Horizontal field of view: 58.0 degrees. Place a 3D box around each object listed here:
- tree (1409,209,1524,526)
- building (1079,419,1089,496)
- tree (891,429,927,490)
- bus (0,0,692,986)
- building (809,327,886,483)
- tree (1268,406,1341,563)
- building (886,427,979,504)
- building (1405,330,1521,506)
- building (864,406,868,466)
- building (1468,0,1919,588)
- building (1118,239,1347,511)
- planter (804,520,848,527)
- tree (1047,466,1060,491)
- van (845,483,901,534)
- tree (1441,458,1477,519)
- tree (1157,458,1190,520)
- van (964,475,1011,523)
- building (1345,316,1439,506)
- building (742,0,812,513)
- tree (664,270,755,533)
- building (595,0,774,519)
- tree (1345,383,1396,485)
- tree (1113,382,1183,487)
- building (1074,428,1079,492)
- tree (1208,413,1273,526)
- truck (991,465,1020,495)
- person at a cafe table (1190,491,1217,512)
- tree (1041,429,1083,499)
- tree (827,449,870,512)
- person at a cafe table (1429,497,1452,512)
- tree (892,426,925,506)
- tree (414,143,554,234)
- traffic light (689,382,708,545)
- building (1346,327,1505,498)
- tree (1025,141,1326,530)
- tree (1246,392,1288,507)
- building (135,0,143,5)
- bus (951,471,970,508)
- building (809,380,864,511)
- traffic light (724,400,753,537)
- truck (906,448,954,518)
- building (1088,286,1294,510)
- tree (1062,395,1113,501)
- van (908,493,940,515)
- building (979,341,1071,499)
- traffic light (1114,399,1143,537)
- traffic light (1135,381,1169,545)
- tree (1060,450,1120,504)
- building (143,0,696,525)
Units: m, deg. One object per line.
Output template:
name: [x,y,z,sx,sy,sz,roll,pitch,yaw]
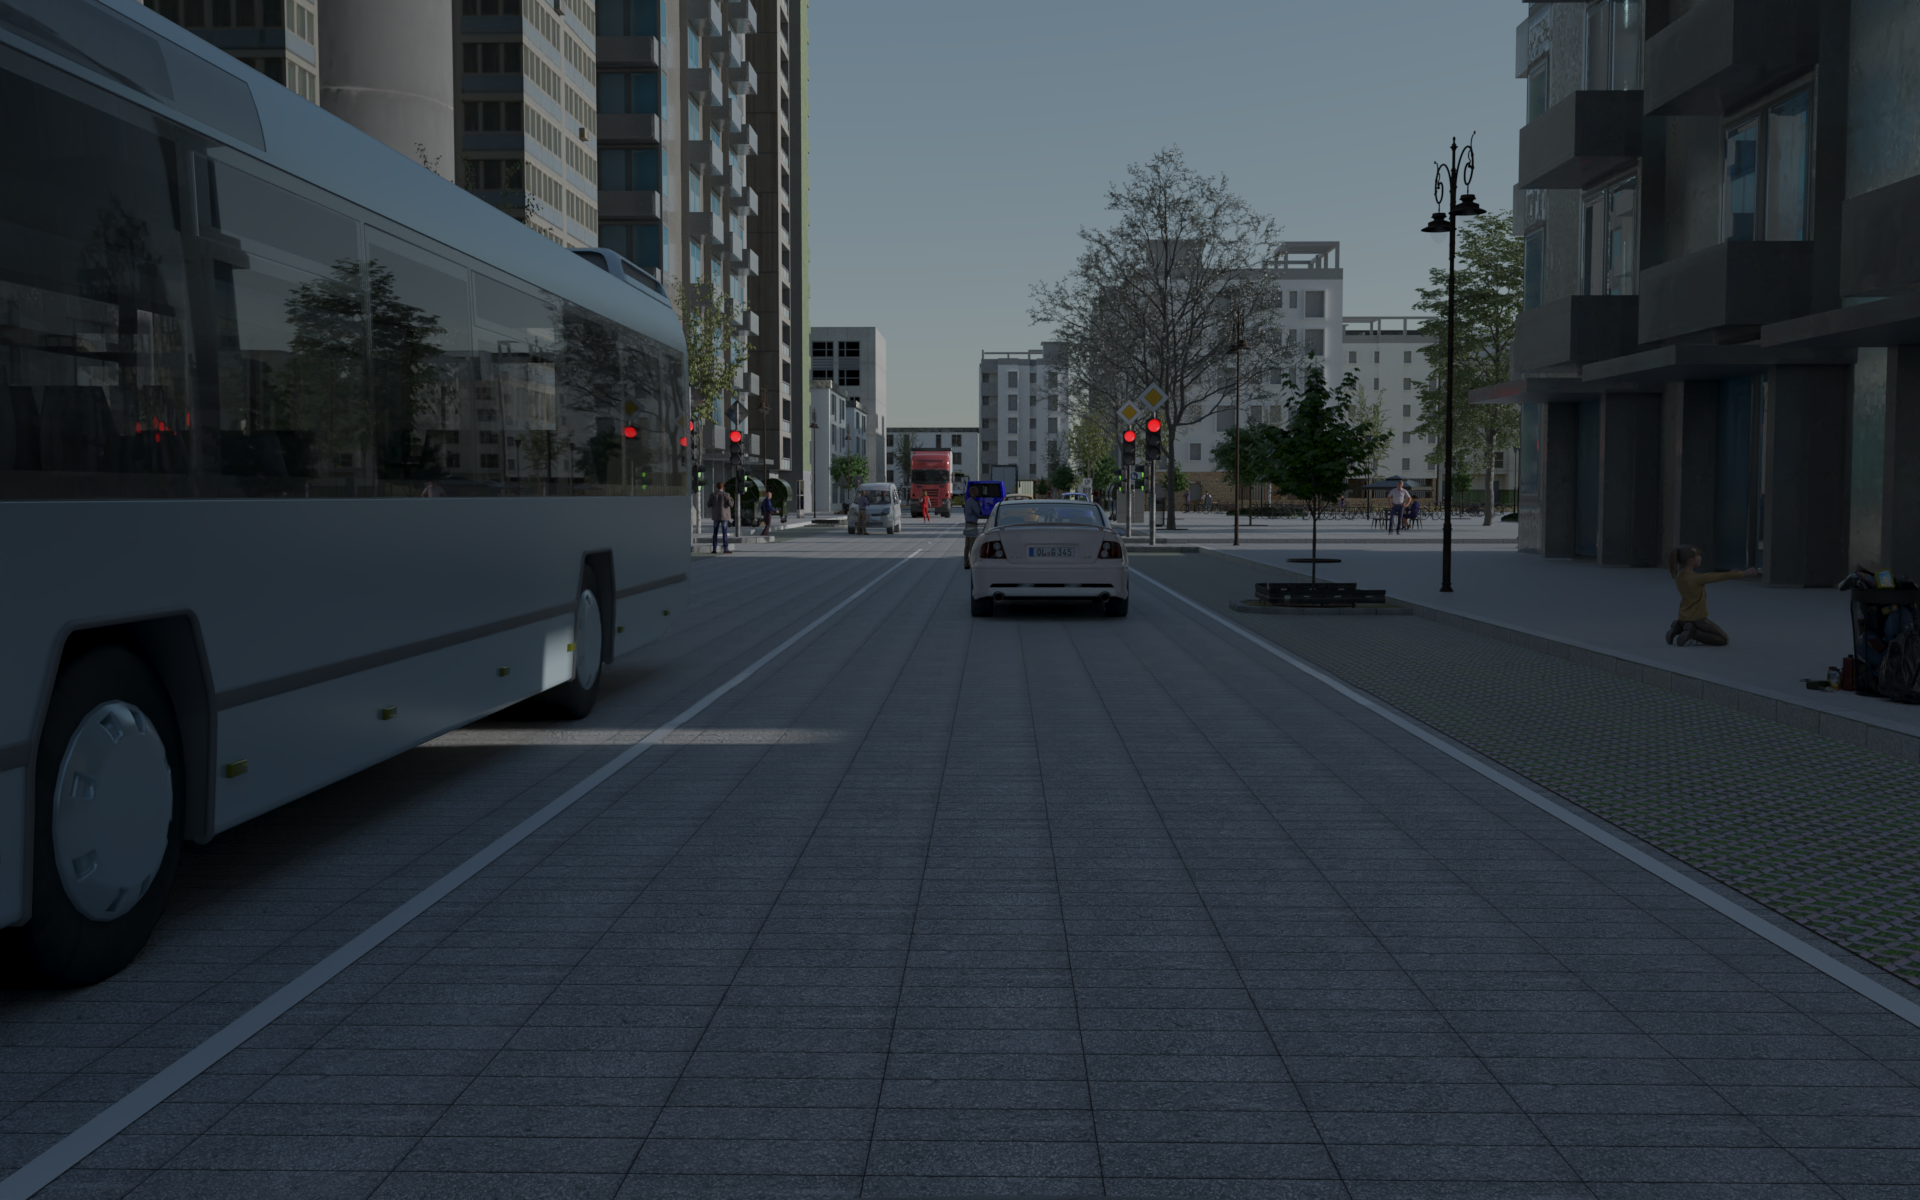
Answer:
tree: [21.737,-9.262,69.560,7.486,12.596,7.792,0,3,0]
building: [18.252,-14.901,185.781,9.099,9.664,28.070,0,4,1]
tree: [-5.633,-14.900,193.970,4.737,8.622,4.395,0,3,0]
bus: [-3.644,-0.795,7.859,2.948,3.499,13.247,0,4,1]
building: [-24.445,-19.901,191.845,31.486,18.905,16.747,0,4,1]
tree: [6.539,-2.325,32.613,1.663,3.219,1.824,0,3,0]
building: [-11.647,-16.916,218.719,28.070,9.664,9.099,0,4,1]
building: [66.570,-19.824,190.575,31.486,18.905,16.747,0,4,1]
building: [-13.551,-13.904,169.470,9.099,9.664,28.070,0,4,1]
building: [21.529,-24.714,23.690,23.786,49.044,30.456,0,4,1]
building: [20.485,-16.995,134.285,16.016,20.091,11.380,0,4,1]
planter: [-5.786,-3.376,76.336,1.991,0.319,1.994,0,4,1]
tree: [10.535,-11.668,174.477,4.285,4.588,4.351,0,3,0]
van: [-3.116,-3.443,63.303,2.013,2.044,4.112,0,4,3]
tree: [25.496,-5.722,88.148,1.663,3.219,1.824,0,3,0]
tree: [10.706,-5.678,87.431,1.663,3.219,1.824,0,3,0]
van: [1.246,-4.728,81.694,2.240,2.365,5.245,0,4,3]
building: [45.134,-20.442,190.647,11.380,20.091,16.016,0,4,1]
building: [-17.752,-26.416,115.502,14.154,41.232,14.086,0,4,1]
tree: [-8.782,-6.486,56.416,4.737,8.622,4.395,0,3,0]
building: [-23.068,-28.937,92.729,23.786,49.044,30.456,0,4,1]
tree: [26.760,-9.980,113.540,4.737,8.622,4.395,0,3,0]
tree: [11.845,-9.575,106.907,4.737,8.622,4.395,0,3,0]
building: [28.340,-16.851,217.666,28.070,9.664,9.099,0,4,1]
tree: [11.760,-5.294,70.271,4.285,4.588,4.351,0,3,0]
truck: [4.464,-11.115,170.647,2.839,4.237,11.283,0,4,3]
person at a cafe table: [17.278,-6.940,121.977,1.698,1.524,1.622,-1,4,-12]
tree: [10.760,-14.886,193.744,4.360,8.622,3.978,0,3,0]
tree: [-7.915,-8.614,124.556,4.285,4.588,4.351,0,3,0]
person at a cafe table: [34.652,-6.953,124.547,1.726,1.238,1.698,-2,4,-33]
tree: [-5.649,-14.490,187.270,4.360,8.622,3.978,0,3,0]
tree: [-10.272,-5.244,36.094,4.360,8.622,3.978,0,3,0]
traffic light: [-6.791,-3.343,43.586,0.839,4.253,0.868,0,4,1]
building: [59.144,-23.370,226.066,32.646,21.610,27.936,0,4,1]
tree: [7.434,-9.238,61.417,12.009,13.543,11.850,0,3,0]
tree: [21.881,-10.518,122.334,4.360,8.622,3.978,0,3,0]
building: [-25.271,-21.451,34.312,14.086,41.232,14.154,0,4,1]
bus: [-0.474,-11.829,184.956,2.896,3.916,12.252,0,4,3]
building: [-13.713,-12.190,141.449,9.099,9.664,28.070,0,4,1]
traffic light: [-6.613,-3.832,51.569,0.839,4.253,0.868,0,4,1]
truck: [-1.742,-7.225,107.041,2.839,4.237,11.283,0,3,0]
building: [20.780,-17.692,155.714,16.747,18.905,31.486,0,4,1]
tree: [9.643,-10.833,127.476,4.737,8.622,4.395,0,3,0]
van: [-2.337,-6.979,118.495,2.240,2.365,5.245,0,4,2]
building: [8.145,-22.309,221.166,11.380,20.091,16.016,0,4,1]
traffic light: [4.986,-3.817,51.327,0.839,4.253,0.868,0,4,1]
traffic light: [4.808,-3.329,43.344,0.839,4.253,0.868,0,4,1]
tree: [9.836,-8.483,122.419,4.285,4.588,4.351,0,3,0]
building: [-27.430,-22.877,65.915,32.217,40.220,23.993,0,4,1]
